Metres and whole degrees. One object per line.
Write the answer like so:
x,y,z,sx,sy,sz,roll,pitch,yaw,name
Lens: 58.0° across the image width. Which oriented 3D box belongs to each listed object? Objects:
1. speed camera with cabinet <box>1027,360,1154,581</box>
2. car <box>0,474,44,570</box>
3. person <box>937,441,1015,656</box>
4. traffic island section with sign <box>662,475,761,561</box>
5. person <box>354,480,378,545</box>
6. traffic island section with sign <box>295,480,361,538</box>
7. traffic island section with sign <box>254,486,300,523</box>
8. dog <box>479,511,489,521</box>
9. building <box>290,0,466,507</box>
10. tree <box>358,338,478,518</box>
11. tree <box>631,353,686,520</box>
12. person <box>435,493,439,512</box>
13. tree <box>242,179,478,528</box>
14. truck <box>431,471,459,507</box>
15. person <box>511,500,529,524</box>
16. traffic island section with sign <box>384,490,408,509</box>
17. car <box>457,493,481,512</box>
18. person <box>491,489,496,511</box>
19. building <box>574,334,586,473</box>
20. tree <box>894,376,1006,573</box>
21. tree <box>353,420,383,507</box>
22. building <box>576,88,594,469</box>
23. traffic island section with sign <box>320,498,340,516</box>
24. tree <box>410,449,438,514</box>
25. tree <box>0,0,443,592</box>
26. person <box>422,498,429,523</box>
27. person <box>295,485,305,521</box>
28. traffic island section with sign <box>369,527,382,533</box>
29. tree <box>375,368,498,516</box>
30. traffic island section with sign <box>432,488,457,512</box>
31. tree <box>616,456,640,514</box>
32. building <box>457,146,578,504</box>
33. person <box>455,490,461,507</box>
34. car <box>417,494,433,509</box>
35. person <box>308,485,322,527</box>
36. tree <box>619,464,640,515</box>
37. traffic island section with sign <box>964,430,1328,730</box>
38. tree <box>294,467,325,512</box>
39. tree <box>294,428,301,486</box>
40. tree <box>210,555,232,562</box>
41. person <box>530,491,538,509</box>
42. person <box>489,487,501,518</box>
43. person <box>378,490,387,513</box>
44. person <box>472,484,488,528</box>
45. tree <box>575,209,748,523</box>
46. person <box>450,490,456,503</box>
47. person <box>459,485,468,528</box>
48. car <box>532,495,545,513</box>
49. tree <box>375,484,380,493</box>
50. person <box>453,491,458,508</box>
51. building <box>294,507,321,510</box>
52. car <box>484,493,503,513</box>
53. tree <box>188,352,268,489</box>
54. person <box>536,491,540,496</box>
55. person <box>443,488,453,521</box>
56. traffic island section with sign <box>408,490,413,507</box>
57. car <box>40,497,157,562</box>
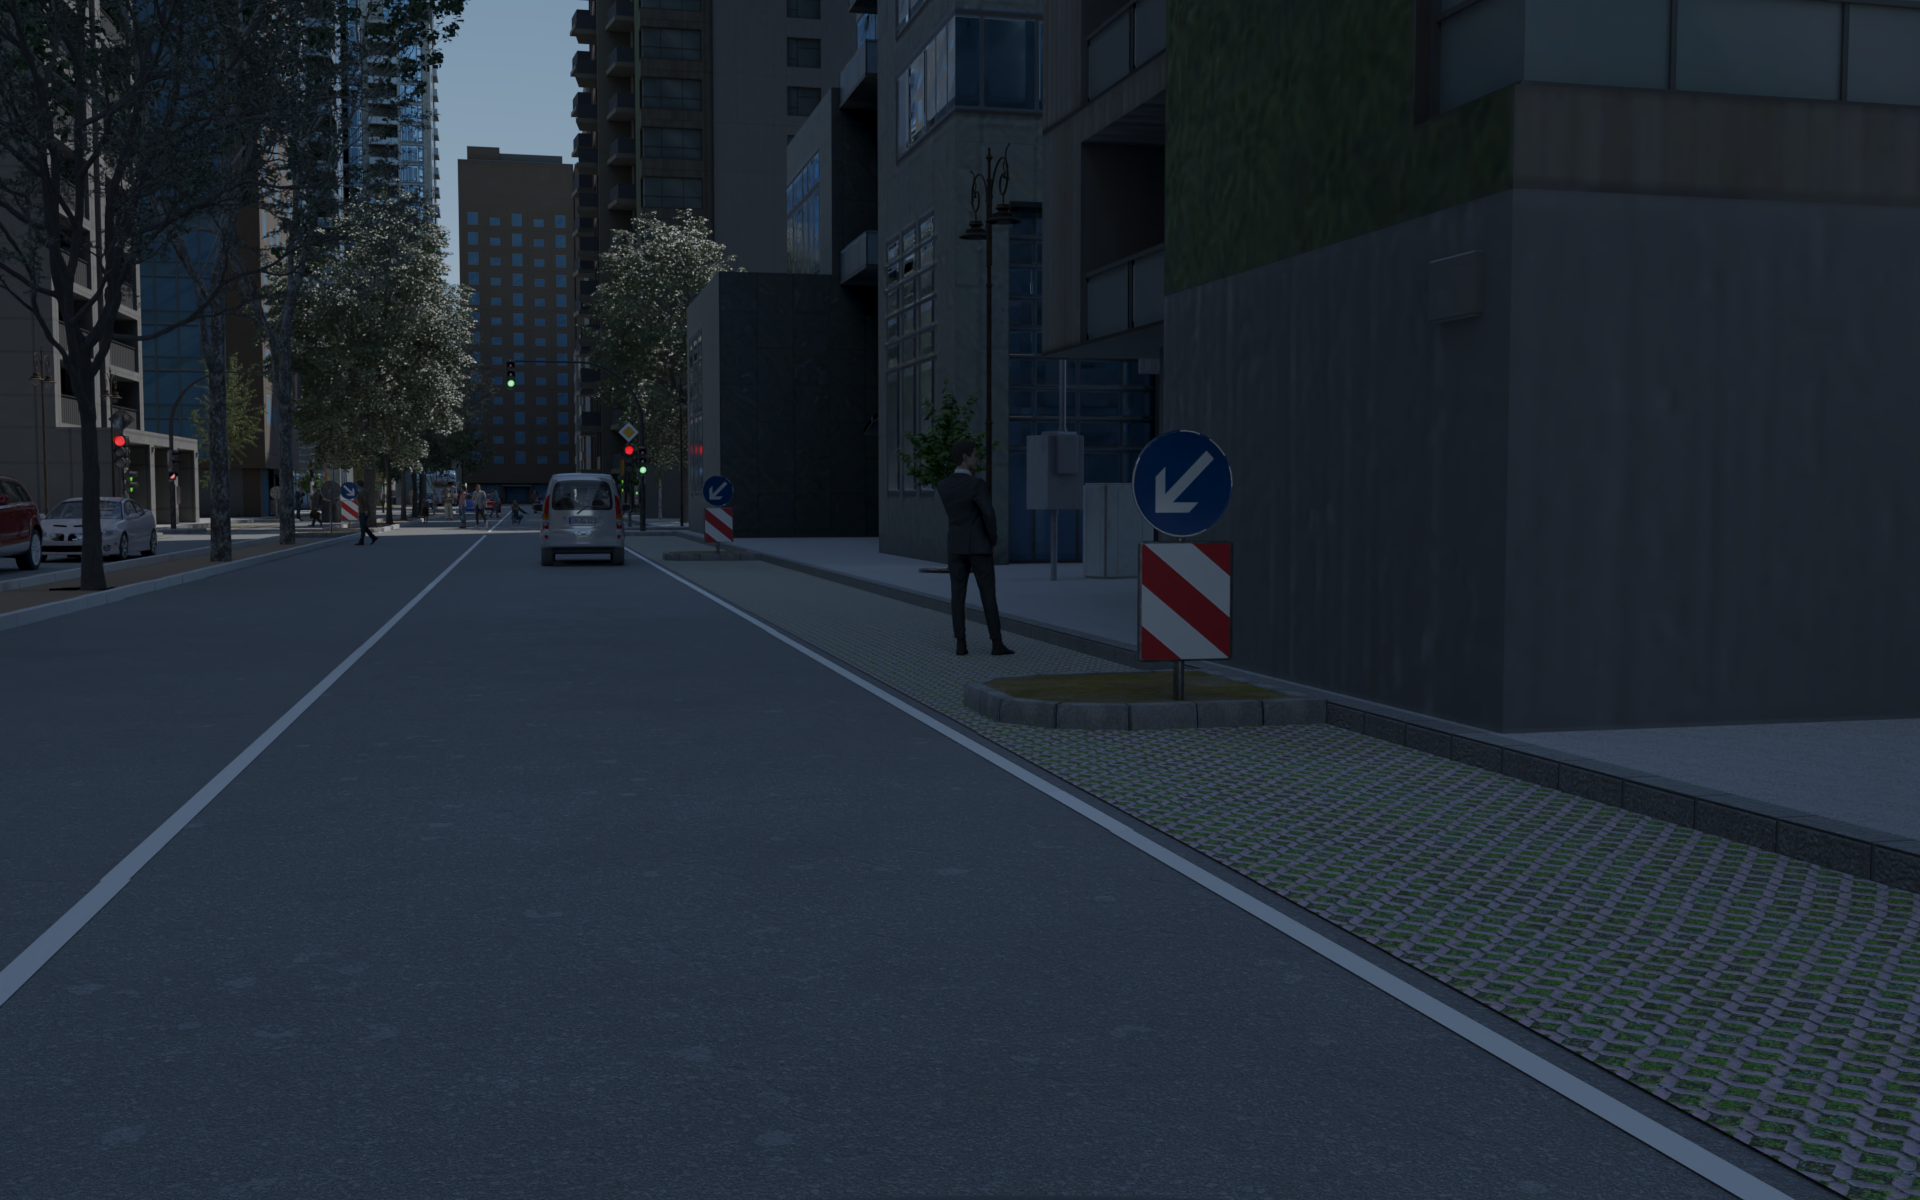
1.979,-1.946,26.149,2.038,3.252,0.660,-2,4,-34,speed camera with cabinet
-18.055,-1.364,30.974,2.281,1.827,5.304,-1,4,-13,car
0.121,-0.460,15.381,0.648,1.900,0.474,2,4,30,person
-5.461,-1.782,37.770,1.989,1.847,2.006,-1,4,-14,traffic island section with sign
-16.743,-2.463,48.673,0.656,1.842,0.836,2,4,33,person
-21.015,-3.030,57.671,2.006,1.907,1.989,-1,4,-14,traffic island section with sign
-34.597,-4.840,87.766,1.989,1.847,2.006,-1,4,-14,traffic island section with sign
-25.824,-4.555,93.768,0.406,0.507,0.540,1,4,10,dog
-80.953,-55.751,224.204,31.000,86.520,22.319,-1,4,-14,building
-32.500,-10.705,103.232,9.928,11.665,9.643,0,3,0,tree
-14.786,-8.323,86.447,4.737,8.622,4.395,0,3,0,tree
-40.553,-7.517,133.991,0.523,1.515,0.503,-1,4,-13,person
-23.984,-9.831,69.850,9.857,13.997,8.962,0,3,0,tree
-60.153,-13.028,202.761,2.967,4.110,18.799,-1,4,-16,truck
-20.993,-4.185,82.424,1.012,1.151,0.738,-3,5,-39,person
-53.166,-9.414,162.544,1.989,1.847,2.006,-1,4,-14,traffic island section with sign
-34.628,-6.920,122.728,1.945,1.707,3.694,-1,4,-15,car
-38.465,-8.212,142.852,1.350,1.814,0.705,2,4,35,person
-30.956,-21.973,204.293,27.650,21.520,28.899,-1,4,-14,building
-0.215,-2.077,28.567,1.663,3.219,1.824,0,3,0,tree
-58.543,-15.546,172.297,7.486,12.596,7.792,0,3,0,tree
-32.021,-32.475,181.084,14.600,45.320,14.200,-1,4,-14,building
-41.155,-6.456,114.176,1.989,1.847,2.006,-1,4,-14,traffic island section with sign
-36.918,-10.305,121.311,4.360,8.622,3.978,0,3,0,tree
-12.785,-6.869,25.142,12.009,13.543,11.850,0,3,0,tree
-26.207,-4.387,84.901,0.362,1.253,0.373,0,4,4,person
-35.224,-5.175,92.472,0.474,1.900,0.648,-1,4,-9,person
-22.792,-3.470,64.863,2.006,1.907,1.989,-1,4,-14,traffic island section with sign
-35.089,-11.819,112.708,9.611,12.733,9.660,0,3,0,tree
-40.920,-7.930,137.790,2.006,1.907,1.989,-1,4,-14,traffic island section with sign
-20.501,-7.813,111.449,4.285,4.588,4.351,0,3,0,tree
-57.863,-35.289,227.085,14.200,45.320,14.600,-1,4,-14,building
-42.496,-8.410,146.682,0.721,1.739,1.217,-2,4,-35,person
-50.048,-9.313,162.059,2.009,1.686,4.222,-1,4,-14,car
-28.225,-4.125,75.910,0.622,1.834,0.822,3,5,40,person
-20.157,-6.921,107.753,1.663,3.219,1.824,0,3,0,tree
1.092,-0.171,11.422,1.989,1.847,2.006,-1,4,-14,traffic island section with sign
-46.218,-7.855,123.031,1.663,3.219,1.824,0,3,0,tree
-44.233,-9.864,111.634,4.737,8.622,4.395,0,3,0,tree
-17.049,-10.905,36.646,12.611,20.169,13.585,0,3,0,tree
-40.050,-9.434,163.306,0.990,1.755,0.434,-1,4,-16,person
-27.725,-5.800,103.195,0.748,1.841,0.638,-2,4,-25,person
-43.249,-7.385,129.637,0.661,1.777,0.834,0,4,4,person
-20.510,-4.015,73.995,0.661,1.843,0.795,0,4,7,person
-12.204,-10.453,77.566,9.857,13.997,8.962,0,3,0,tree
-50.154,-9.908,170.505,1.348,1.823,0.705,2,4,33,person
-20.754,-3.902,72.315,0.388,1.821,0.555,-1,4,-21,person
-31.053,-7.164,129.714,1.945,1.354,3.894,-1,4,-14,car
-60.746,-11.266,178.805,1.663,3.219,1.824,0,3,0,tree
-53.708,-10.720,184.478,1.217,1.736,0.721,1,4,17,person
-63.527,-51.007,146.630,22.319,86.520,31.000,-1,4,-14,building
-36.105,-7.566,132.745,2.155,1.783,4.494,-1,4,-15,car
-38.383,-8.570,90.486,4.737,8.622,4.395,0,3,0,tree
-51.979,-12.486,212.660,1.348,1.822,0.705,-2,4,-24,person
-27.198,-5.078,92.069,0.519,1.759,0.362,-3,4,-36,person
-59.677,-11.014,188.704,1.989,1.847,2.006,-1,4,-14,traffic island section with sign
-19.091,-1.583,38.240,2.083,1.381,4.827,-1,4,-13,car
